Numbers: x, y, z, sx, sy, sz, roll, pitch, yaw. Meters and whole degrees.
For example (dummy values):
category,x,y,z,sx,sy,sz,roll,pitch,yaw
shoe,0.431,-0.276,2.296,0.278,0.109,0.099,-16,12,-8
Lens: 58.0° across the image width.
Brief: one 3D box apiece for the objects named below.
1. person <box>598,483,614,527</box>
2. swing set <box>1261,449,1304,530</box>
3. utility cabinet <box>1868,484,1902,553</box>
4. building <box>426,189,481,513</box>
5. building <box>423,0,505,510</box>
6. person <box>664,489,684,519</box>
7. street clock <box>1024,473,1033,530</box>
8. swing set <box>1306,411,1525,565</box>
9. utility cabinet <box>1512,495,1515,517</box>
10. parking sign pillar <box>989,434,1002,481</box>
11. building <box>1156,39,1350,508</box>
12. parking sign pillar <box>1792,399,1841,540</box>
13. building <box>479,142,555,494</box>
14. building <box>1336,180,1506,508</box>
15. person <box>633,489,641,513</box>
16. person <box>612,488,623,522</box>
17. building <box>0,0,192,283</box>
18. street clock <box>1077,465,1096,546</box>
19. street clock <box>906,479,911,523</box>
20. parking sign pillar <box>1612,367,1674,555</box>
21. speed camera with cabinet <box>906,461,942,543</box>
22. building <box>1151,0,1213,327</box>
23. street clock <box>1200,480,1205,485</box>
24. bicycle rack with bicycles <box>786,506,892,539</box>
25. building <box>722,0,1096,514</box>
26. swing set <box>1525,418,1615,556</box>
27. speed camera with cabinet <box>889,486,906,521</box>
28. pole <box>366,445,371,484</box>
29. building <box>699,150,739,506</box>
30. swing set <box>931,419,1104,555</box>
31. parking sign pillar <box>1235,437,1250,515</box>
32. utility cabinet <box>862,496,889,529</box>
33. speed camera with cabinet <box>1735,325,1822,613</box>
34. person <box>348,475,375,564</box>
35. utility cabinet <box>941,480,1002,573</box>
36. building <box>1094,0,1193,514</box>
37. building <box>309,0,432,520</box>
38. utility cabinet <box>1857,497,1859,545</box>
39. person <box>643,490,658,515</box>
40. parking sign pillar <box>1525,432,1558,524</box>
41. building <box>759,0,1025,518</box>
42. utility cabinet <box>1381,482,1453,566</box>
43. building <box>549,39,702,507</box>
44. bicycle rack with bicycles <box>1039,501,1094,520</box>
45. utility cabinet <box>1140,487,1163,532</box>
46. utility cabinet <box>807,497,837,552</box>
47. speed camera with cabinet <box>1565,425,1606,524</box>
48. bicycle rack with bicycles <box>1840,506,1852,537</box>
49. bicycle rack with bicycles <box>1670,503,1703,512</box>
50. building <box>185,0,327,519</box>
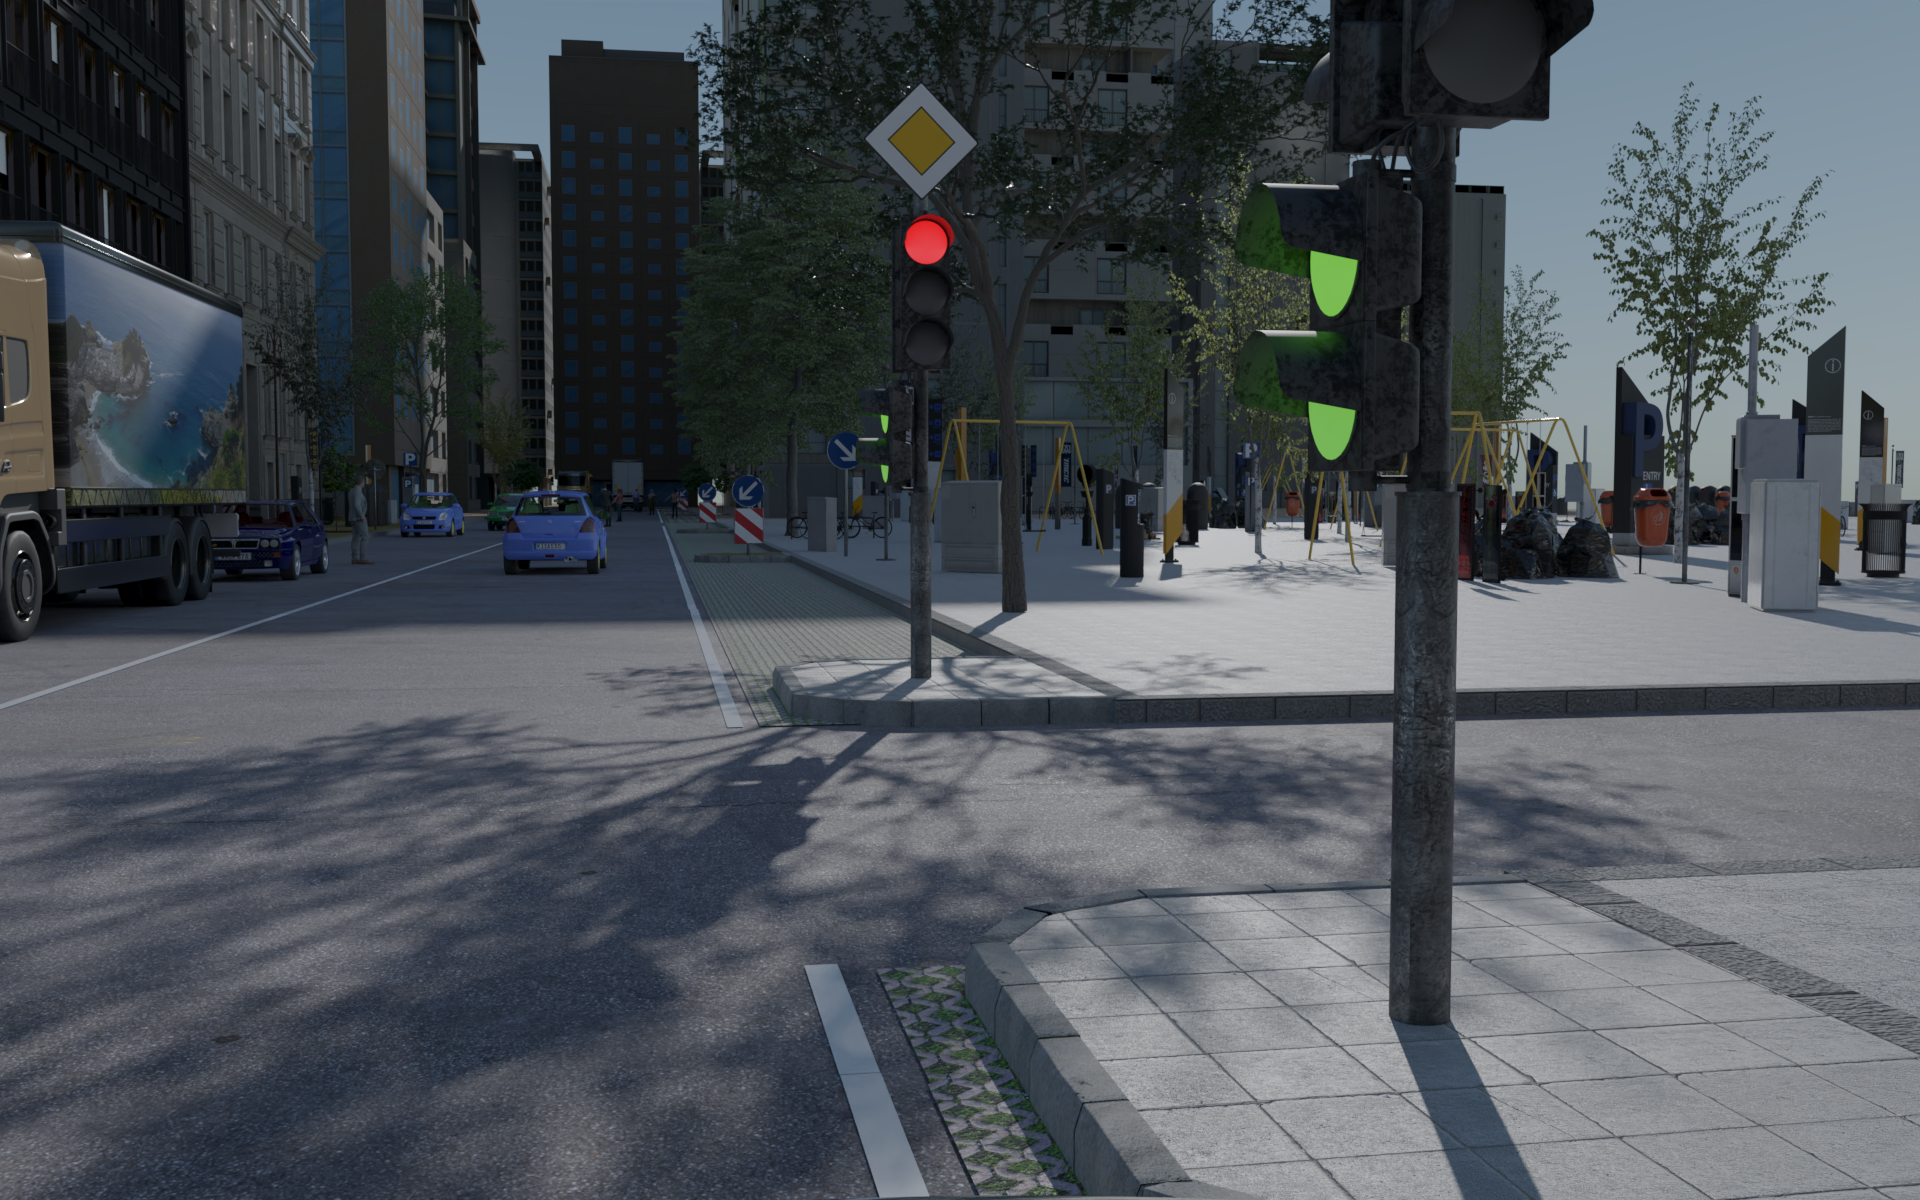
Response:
category,x,y,z,sx,sy,sz,roll,pitch,yaw
person,-15.547,-4.164,75.942,0.474,1.900,0.648,3,5,40
swing set,12.580,-3.869,60.878,3.119,2.851,2.862,-1,4,-23
utility cabinet,19.966,-1.757,37.402,0.318,1.500,1.173,3,5,44
building,-46.231,-16.186,109.677,27.650,21.520,28.899,-1,4,-10
building,-52.798,-29.876,143.091,28.867,44.769,22.147,-1,4,-10
person,-16.628,-5.601,100.787,1.217,1.736,0.721,1,4,9
street clock,2.362,-3.371,59.682,0.358,2.002,0.471,0,4,7
swing set,8.531,-2.152,32.799,3.119,2.851,2.862,0,4,-5
utility cabinet,25.022,-4.177,79.462,1.020,1.237,0.306,2,4,28
parking sign pillar,1.594,-5.381,76.454,1.447,3.967,1.447,0,4,-7
building,26.848,-29.186,160.791,14.086,41.232,14.154,-1,4,-10
parking sign pillar,23.979,-3.680,48.634,1.447,3.967,1.447,3,5,42
building,-54.990,-29.933,181.291,23.993,40.220,32.217,-1,4,-10
building,41.593,-23.957,163.390,14.107,30.474,14.160,-1,4,-10
person,-24.919,-7.670,133.769,0.709,1.838,0.599,1,4,17
person,-17.728,-4.922,89.696,0.721,1.743,1.217,1,4,13
building,-25.173,-12.688,37.124,12.332,23.373,15.834,-1,4,-10
street clock,3.137,-2.335,42.748,0.471,2.002,0.358,3,4,36
street clock,-2.153,-4.434,77.067,0.471,2.002,0.358,1,4,18
parking sign pillar,14.540,-2.972,37.067,1.447,3.967,1.447,-3,4,-38
speed camera with cabinet,-0.502,-3.170,46.171,0.660,3.252,2.038,-3,4,-37
building,10.285,-39.425,186.604,28.212,58.520,21.231,-1,4,-10
street clock,12.609,-5.232,90.112,0.358,2.002,0.471,1,4,19
bicycle rack with bicycles,-3.738,-2.232,49.876,2.925,0.926,2.852,1,4,23
building,-6.096,-34.151,147.601,28.713,52.752,27.495,-1,4,-10
swing set,11.794,-2.405,36.940,2.862,2.851,3.119,-1,4,-18
speed camera with cabinet,-2.612,-5.359,81.963,0.660,3.252,2.038,-2,4,-33
pole,-24.624,-4.789,72.151,0.158,3.312,0.155,0,3,0
building,-16.517,-30.353,188.151,23.993,40.220,32.217,-1,4,-10
swing set,0.992,-2.396,36.798,3.119,2.851,2.862,-2,4,-27
parking sign pillar,13.256,-5.677,81.294,1.447,3.967,1.447,0,4,-2
utility cabinet,-3.087,-3.193,63.375,1.020,1.237,0.306,3,4,37
speed camera with cabinet,9.269,-1.547,19.623,0.660,3.252,2.038,1,4,16
person,-12.294,-1.639,35.398,0.391,1.810,0.635,-3,5,-43
utility cabinet,0.236,-1.199,28.280,1.173,1.500,0.318,3,4,38
building,-1.191,-32.499,120.598,28.713,52.752,27.495,-1,4,-10
building,-35.530,-26.835,88.856,14.600,45.320,14.200,-1,4,-10
utility cabinet,23.053,-1.988,43.664,1.020,1.237,0.306,-2,4,-31
person,-21.075,-6.658,118.094,1.217,1.736,0.721,2,4,27
parking sign pillar,25.252,-5.303,75.170,1.447,3.967,1.447,-3,5,-40
building,-4.443,-25.384,98.621,14.154,41.232,14.086,-1,4,-10
utility cabinet,8.028,-1.330,30.425,1.173,1.500,0.318,0,4,6
building,-33.658,-32.123,175.327,14.200,45.320,14.600,-1,4,-10
bicycle rack with bicycles,5.260,-4.576,88.206,2.852,0.926,2.925,-1,4,-18
utility cabinet,6.384,-3.010,57.886,0.318,1.500,1.173,-2,4,-28
utility cabinet,-3.084,-1.691,38.814,0.306,1.237,1.020,-2,4,-28
speed camera with cabinet,18.245,-3.437,50.525,0.660,3.252,2.038,3,4,37
bicycle rack with bicycles,27.177,-2.411,52.809,2.852,0.926,2.925,2,4,31
bicycle rack with bicycles,28.725,-3.269,66.836,2.925,0.926,2.852,0,4,7
building,-29.468,-15.886,56.992,12.463,27.353,25.104,-1,4,-10
